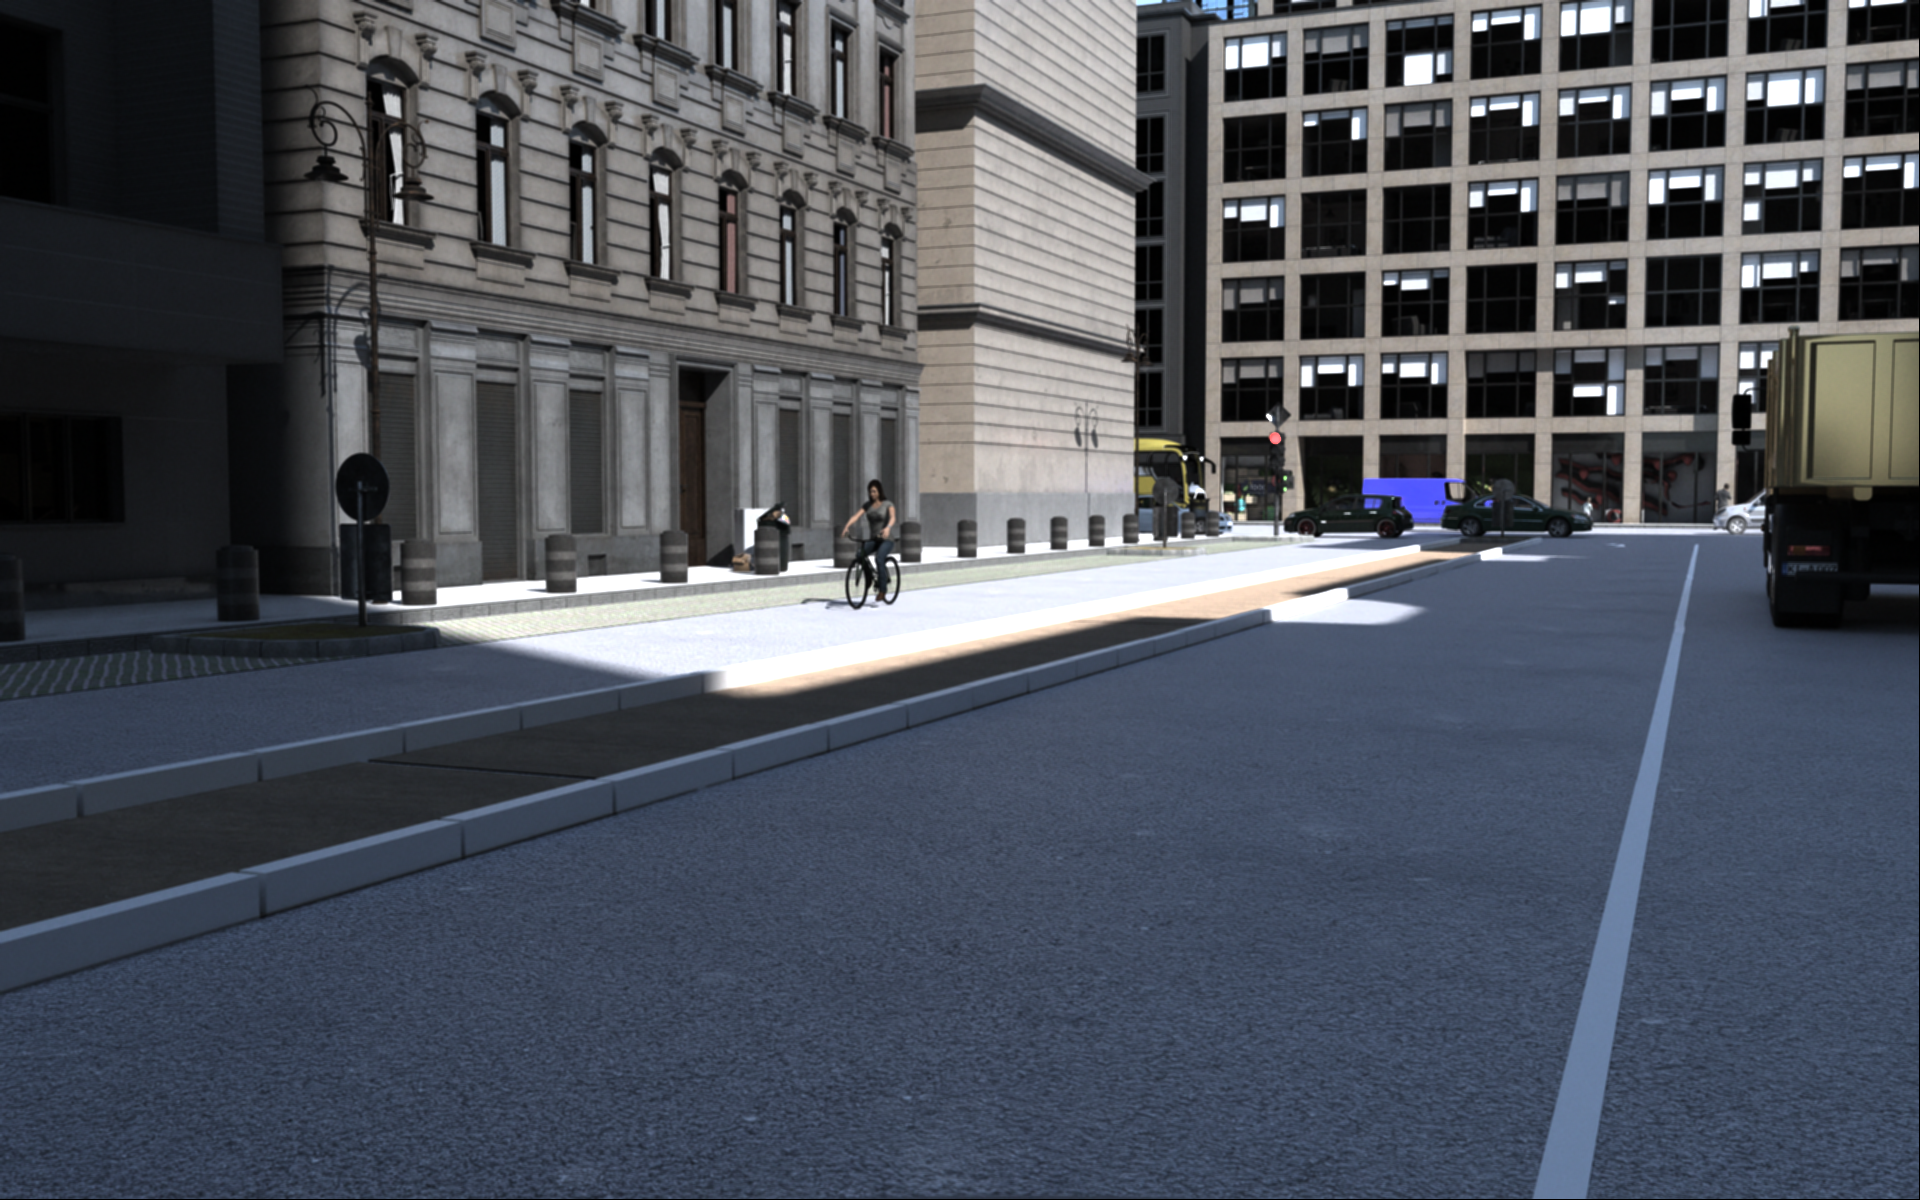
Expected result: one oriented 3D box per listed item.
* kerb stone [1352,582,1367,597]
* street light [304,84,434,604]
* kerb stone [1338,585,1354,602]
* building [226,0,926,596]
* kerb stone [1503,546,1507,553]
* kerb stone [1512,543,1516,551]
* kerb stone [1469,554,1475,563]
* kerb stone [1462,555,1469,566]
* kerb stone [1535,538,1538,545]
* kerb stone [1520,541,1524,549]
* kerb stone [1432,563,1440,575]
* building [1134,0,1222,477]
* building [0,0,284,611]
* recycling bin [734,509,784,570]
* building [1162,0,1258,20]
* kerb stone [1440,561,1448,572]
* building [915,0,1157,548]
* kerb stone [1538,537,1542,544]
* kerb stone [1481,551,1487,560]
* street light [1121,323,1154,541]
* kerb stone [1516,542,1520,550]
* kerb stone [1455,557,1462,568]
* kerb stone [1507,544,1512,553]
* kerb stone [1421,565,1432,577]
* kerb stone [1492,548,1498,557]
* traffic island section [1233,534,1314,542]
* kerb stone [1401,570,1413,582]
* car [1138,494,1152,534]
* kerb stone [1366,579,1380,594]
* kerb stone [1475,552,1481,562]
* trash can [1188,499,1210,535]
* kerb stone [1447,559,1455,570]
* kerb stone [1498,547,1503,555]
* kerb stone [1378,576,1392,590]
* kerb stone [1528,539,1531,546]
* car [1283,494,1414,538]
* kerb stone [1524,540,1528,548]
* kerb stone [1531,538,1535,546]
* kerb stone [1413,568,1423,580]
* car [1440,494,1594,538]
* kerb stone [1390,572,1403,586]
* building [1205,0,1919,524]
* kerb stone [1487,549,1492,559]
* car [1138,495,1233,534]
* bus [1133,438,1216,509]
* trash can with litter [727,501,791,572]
[{"bbox_3d":[5.521,-0.128,24.285,0.120,0.150,1.000,2,4,23],"label":"kerb stone"},{"bbox_3d":[-6.782,-2.892,20.067,0.468,5.910,1.993,2,4,23],"label":"street light"},{"bbox_3d":[5.119,-0.070,23.342,0.120,0.150,1.000,2,4,23],"label":"kerb stone"},{"bbox_3d":[-8.658,-11.130,31.120,9.793,20.994,18.267,2,4,23],"label":"building"},{"bbox_3d":[12.865,-1.166,41.290,0.120,0.150,1.000,2,4,23],"label":"kerb stone"},{"bbox_3d":[13.685,-1.280,43.179,0.120,0.150,1.000,2,4,23],"label":"kerb stone"},{"bbox_3d":[10.424,-0.822,35.630,0.120,0.150,1.000,2,4,23],"label":"kerb stone"},{"bbox_3d":[10.015,-0.764,34.689,0.120,0.150,1.000,2,4,23],"label":"kerb stone"},{"bbox_3d":[16.131,-1.629,48.836,0.120,0.150,1.000,2,4,23],"label":"kerb stone"},{"bbox_3d":[14.491,-1.396,45.070,0.120,0.150,1.000,2,4,23],"label":"kerb stone"},{"bbox_3d":[8.376,-0.532,30.897,0.120,0.150,1.000,2,4,23],"label":"kerb stone"},{"bbox_3d":[3.295,-18.287,92.507,24.014,27.812,14.314,2,4,23],"label":"building"},{"bbox_3d":[-19.915,-11.622,9.092,14.314,24.678,30.058,2,4,23],"label":"building"},{"bbox_3d":[-3.451,-1.053,29.773,0.722,1.027,0.722,-1,4,-21],"label":"recycling bin"},{"bbox_3d":[36.388,-54.287,200.256,31.000,86.520,22.319,2,4,23],"label":"building"},{"bbox_3d":[8.795,-0.590,31.838,0.120,0.150,1.000,2,4,23],"label":"kerb stone"},{"bbox_3d":[-7.233,-16.111,50.809,23.554,28.519,14.401,2,4,23],"label":"building"},{"bbox_3d":[16.538,-1.687,49.777,0.120,0.150,1.000,2,4,23],"label":"kerb stone"},{"bbox_3d":[11.239,-0.935,37.515,0.120,0.150,1.000,2,4,23],"label":"kerb stone"},{"bbox_3d":[4.801,-4.532,46.893,0.468,5.910,1.993,2,4,23],"label":"street light"},{"bbox_3d":[14.089,-1.340,44.121,0.120,0.150,1.000,2,4,23],"label":"kerb stone"},{"bbox_3d":[9.607,-0.706,33.744,0.120,0.150,1.000,2,4,23],"label":"kerb stone"},{"bbox_3d":[13.277,-1.222,42.229,0.120,0.150,1.000,2,4,23],"label":"kerb stone"},{"bbox_3d":[7.976,-0.474,29.944,0.120,0.150,1.000,2,4,23],"label":"kerb stone"},{"bbox_3d":[12.057,-1.052,39.401,0.120,0.150,1.000,2,4,23],"label":"kerb stone"},{"bbox_3d":[9.691,-1.889,53.167,2.009,0.180,2.903,2,4,23],"label":"traffic island section"},{"bbox_3d":[7.154,-0.359,28.063,0.120,0.150,1.000,2,4,23],"label":"kerb stone"},{"bbox_3d":[5.777,-3.280,63.418,4.222,1.686,2.009,2,4,25],"label":"car"},{"bbox_3d":[5.931,-0.184,25.229,0.120,0.150,1.000,2,4,23],"label":"kerb stone"},{"bbox_3d":[10.833,-0.879,36.573,0.120,0.150,1.000,2,4,23],"label":"kerb stone"},{"bbox_3d":[7.527,-2.625,54.572,0.748,1.137,0.748,0,3,0],"label":"trash can"},{"bbox_3d":[9.203,-0.644,32.788,0.120,0.150,1.000,2,4,23],"label":"kerb stone"},{"bbox_3d":[12.465,-1.110,40.342,0.120,0.150,1.000,2,4,23],"label":"kerb stone"},{"bbox_3d":[6.341,-0.239,26.173,0.120,0.150,1.000,2,4,23],"label":"kerb stone"},{"bbox_3d":[15.310,-1.512,46.956,0.120,0.150,1.000,2,4,23],"label":"kerb stone"},{"bbox_3d":[12.852,-2.907,57.312,4.222,1.686,2.009,1,4,23],"label":"car"},{"bbox_3d":[14.903,-1.456,46.010,0.120,0.150,1.000,2,4,23],"label":"kerb stone"},{"bbox_3d":[15.719,-1.572,47.897,0.120,0.150,1.000,2,4,23],"label":"kerb stone"},{"bbox_3d":[7.568,-0.416,29.001,0.120,0.150,1.000,2,4,23],"label":"kerb stone"},{"bbox_3d":[18.709,-2.842,58.261,4.920,1.459,2.131,2,4,25],"label":"car"},{"bbox_3d":[6.754,-0.297,27.119,0.120,0.150,1.000,2,4,23],"label":"kerb stone"},{"bbox_3d":[30.989,-17.054,83.345,34.151,26.468,19.350,2,4,23],"label":"building"},{"bbox_3d":[11.646,-0.993,38.456,0.120,0.150,1.000,2,4,23],"label":"kerb stone"},{"bbox_3d":[6.938,-2.833,58.318,4.499,1.417,2.014,2,4,25],"label":"car"},{"bbox_3d":[5.228,-5.309,78.345,12.252,3.916,2.896,2,4,24],"label":"bus"},{"bbox_3d":[-3.309,-1.049,28.543,1.055,1.170,0.624,0,4,-1],"label":"trash can with litter"}]
